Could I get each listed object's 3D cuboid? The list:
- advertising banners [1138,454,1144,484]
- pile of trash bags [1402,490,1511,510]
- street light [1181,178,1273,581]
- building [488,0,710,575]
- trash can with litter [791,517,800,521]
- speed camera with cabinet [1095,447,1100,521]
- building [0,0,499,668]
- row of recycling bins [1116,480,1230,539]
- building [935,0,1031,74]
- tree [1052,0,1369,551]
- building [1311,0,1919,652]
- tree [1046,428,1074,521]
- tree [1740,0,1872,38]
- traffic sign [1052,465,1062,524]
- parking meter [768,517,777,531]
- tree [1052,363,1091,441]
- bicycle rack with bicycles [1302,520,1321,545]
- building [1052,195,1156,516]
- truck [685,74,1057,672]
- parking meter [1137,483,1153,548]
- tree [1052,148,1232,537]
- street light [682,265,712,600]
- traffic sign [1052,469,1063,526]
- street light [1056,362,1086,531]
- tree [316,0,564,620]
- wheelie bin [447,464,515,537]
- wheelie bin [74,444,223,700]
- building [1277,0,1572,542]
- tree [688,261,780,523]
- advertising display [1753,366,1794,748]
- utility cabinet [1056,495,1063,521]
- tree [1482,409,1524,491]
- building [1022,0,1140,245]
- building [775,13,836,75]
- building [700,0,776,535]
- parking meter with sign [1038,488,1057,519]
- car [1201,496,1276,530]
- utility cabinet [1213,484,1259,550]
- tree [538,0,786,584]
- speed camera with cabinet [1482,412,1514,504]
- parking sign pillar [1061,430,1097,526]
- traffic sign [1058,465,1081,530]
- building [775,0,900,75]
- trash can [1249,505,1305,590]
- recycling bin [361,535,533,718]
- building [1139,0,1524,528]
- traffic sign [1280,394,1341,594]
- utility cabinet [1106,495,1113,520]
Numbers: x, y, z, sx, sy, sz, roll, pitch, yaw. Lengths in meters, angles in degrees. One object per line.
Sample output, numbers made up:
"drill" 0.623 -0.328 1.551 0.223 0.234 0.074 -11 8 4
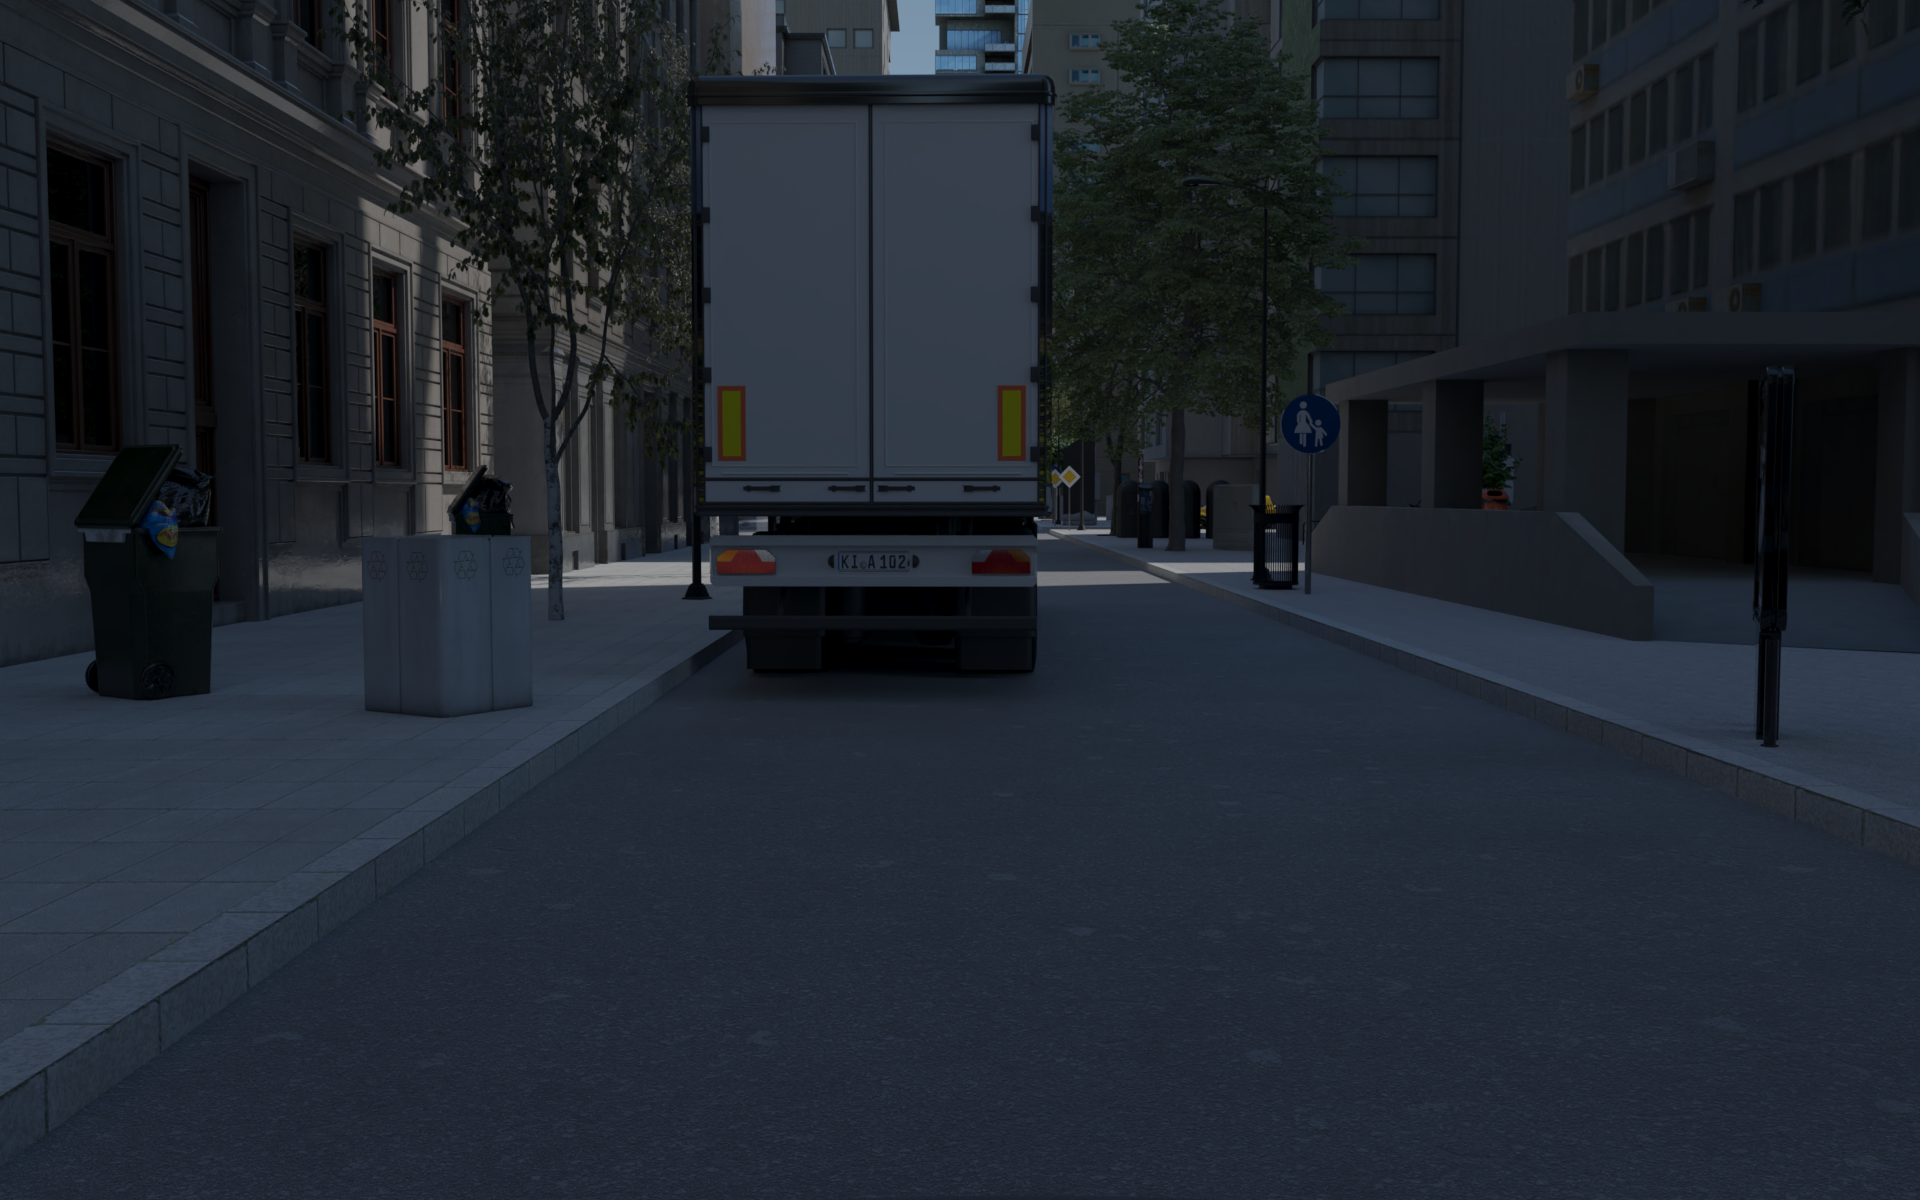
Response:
"advertising banners" 8.122 -4.786 74.440 0.090 3.025 2.074 -1 4 -22
"pile of trash bags" 9.586 -1.596 35.852 3.447 1.369 1.912 1 4 17
"street light" 3.951 -3.246 25.611 1.470 5.913 1.316 0 4 0
"building" -11.170 -11.417 35.814 9.793 20.994 18.267 0 4 0
"trash can with litter" -4.624 -2.083 45.443 1.055 1.170 0.624 -1 4 -13
"speed camera with cabinet" 5.215 -4.806 72.909 0.660 3.252 2.038 -1 4 -20
"building" -12.061 -11.000 16.006 11.583 22.565 21.152 0 4 0
"row of recycling bins" 6.223 -2.642 50.314 3.534 1.692 1.069 2 4 24
"building" 8.269 -56.638 238.700 31.000 86.520 22.319 0 4 0
"tree" 5.295 -7.368 38.598 7.486 12.596 7.792 0 3 0
"building" 21.923 -20.125 20.932 32.217 40.220 23.993 0 4 0
"tree" 4.711 -6.155 84.356 4.285 4.588 4.351 0 3 0
"tree" 4.805 -4.302 4.745 8.767 10.594 7.601 0 4 5
"traffic sign" 4.059 -4.606 75.409 0.768 2.556 0.104 1 4 9
"parking meter" -4.656 -2.153 43.608 0.372 1.533 0.369 0 3 0
"tree" 5.224 -8.806 94.345 4.737 8.622 4.395 0 3 0
"bicycle rack with bicycles" 9.833 -1.804 42.884 2.925 0.926 2.852 0 4 -6
"building" 20.461 -16.493 114.706 27.650 21.520 28.899 0 4 0
"truck" -0.449 -1.731 17.216 2.839 4.237 11.283 0 4 2
"parking meter" 4.398 -1.999 41.087 0.372 1.533 0.369 0 3 0
"tree" 4.686 -7.750 52.461 9.928 11.665 9.643 0 3 0
"street light" -2.669 -2.962 20.965 1.470 5.913 1.316 0 4 0
"traffic sign" 3.782 -3.993 68.923 0.795 2.450 0.064 0 4 0
"street light" 3.744 -5.403 60.887 1.470 5.913 1.316 0 4 0
"tree" -4.081 -4.086 17.162 4.360 8.622 3.978 0 3 0
"wheelie bin" -5.166 -0.662 18.726 0.693 1.594 0.980 -1 4 -21
"wheelie bin" -5.173 -0.194 11.079 0.980 1.594 0.693 2 4 34
"building" 16.256 -22.479 51.127 14.154 41.232 14.086 0 4 0
"tree" -3.779 -5.257 36.309 4.737 8.622 4.395 0 3 0
"advertising display" 4.275 -0.240 9.133 0.123 1.923 0.974 1 4 22
"utility cabinet" 4.571 -4.135 78.772 0.306 1.237 1.020 -1 4 -9
"tree" 11.991 -2.715 38.994 1.663 3.219 1.824 0 3 0
"building" 16.856 -32.925 162.031 21.300 48.544 21.600 0 4 0
"building" -12.797 -16.285 85.323 14.314 24.678 30.058 0 4 0
"building" -15.695 -16.271 51.934 20.117 28.700 13.634 0 4 0
"parking meter with sign" 4.754 -5.662 88.829 1.738 3.016 0.543 3 5 42
"car" 10.250 -3.409 65.964 3.980 1.641 2.015 0 4 0
"utility cabinet" 6.317 -1.892 39.608 0.318 1.500 1.173 -3 4 -39
"tree" -3.951 -4.711 27.391 4.360 8.622 3.978 0 3 0
"speed camera with cabinet" 12.649 -2.942 42.437 0.660 3.252 2.038 -2 4 -23
"parking sign pillar" 4.867 -5.036 70.810 1.447 3.967 1.447 0 4 5
"traffic sign" 3.846 -3.504 60.938 0.795 2.450 0.064 0 4 0
"building" -20.552 -35.600 171.296 28.713 52.752 27.495 0 4 0
"trash can" 4.267 -0.718 23.385 0.748 1.137 0.748 0 3 0
"recycling bin" -3.061 0.134 10.358 0.722 1.027 0.722 2 4 32
"building" 15.658 -24.079 77.291 14.086 41.232 14.154 0 4 0
"traffic sign" 4.456 -1.346 22.111 0.768 2.556 0.104 0 4 2
"utility cabinet" 7.413 -4.505 84.813 0.306 1.237 1.020 1 4 20
